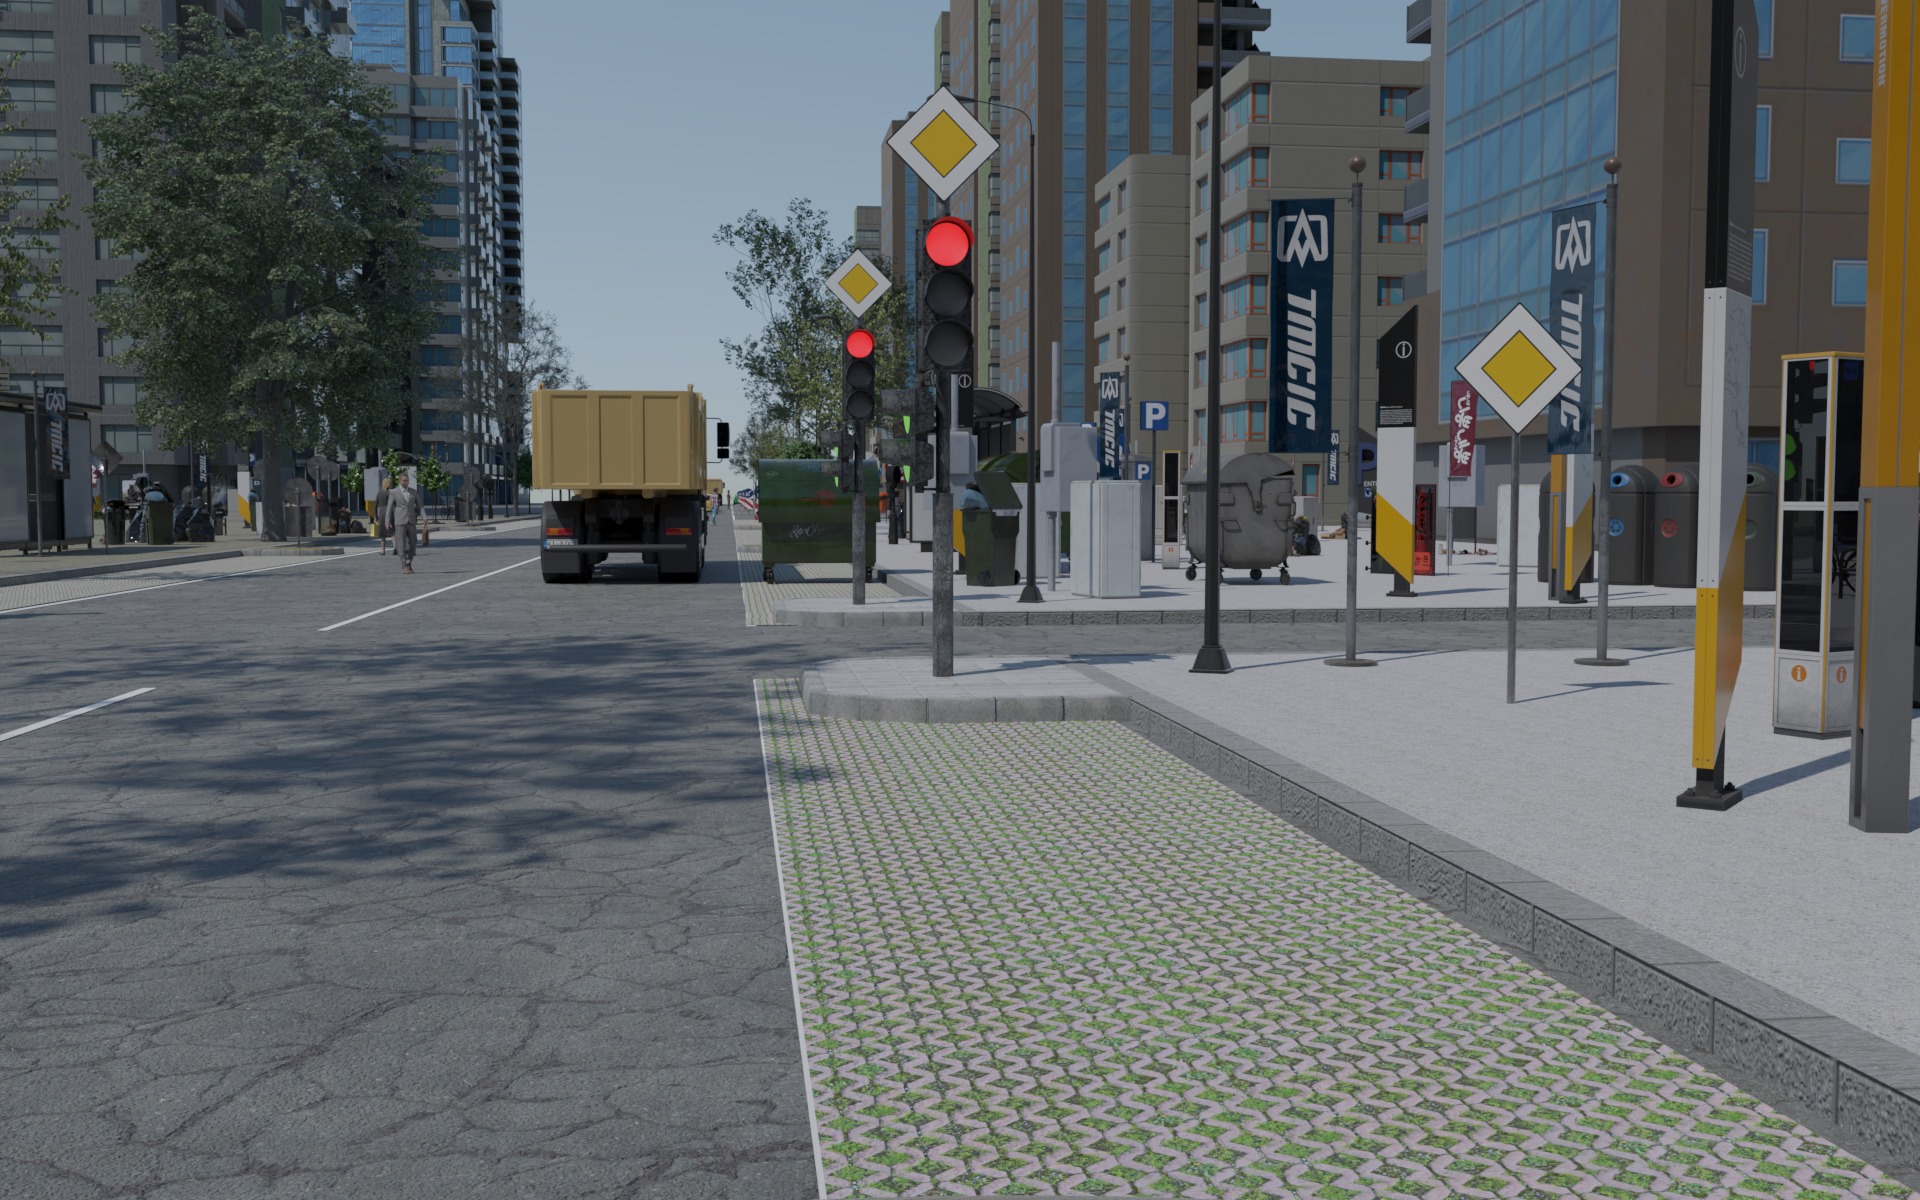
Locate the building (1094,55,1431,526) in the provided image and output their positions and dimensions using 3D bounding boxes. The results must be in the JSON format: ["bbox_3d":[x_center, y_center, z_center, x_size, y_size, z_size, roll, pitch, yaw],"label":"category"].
[{"bbox_3d":[23.150,-14.656,84.660,27.650,21.520,28.899,0,4,-8],"label":"building"}]

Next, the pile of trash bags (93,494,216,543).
[{"bbox_3d":[-21.605,-2.206,45.814,3.447,1.369,1.912,-2,4,-29],"label":"pile of trash bags"}]

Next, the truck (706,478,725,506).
[{"bbox_3d":[-30.601,-13.298,213.353,3.469,3.379,9.791,-1,4,-9],"label":"truck"}]

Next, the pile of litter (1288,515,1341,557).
[{"bbox_3d":[6.821,-1.348,36.006,1.719,0.858,1.176,-2,4,-32],"label":"pile of litter"}]

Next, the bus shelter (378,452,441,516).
[{"bbox_3d":[-27.300,-5.639,86.118,2.014,3.302,5.546,0,4,-7],"label":"bus shelter"}]

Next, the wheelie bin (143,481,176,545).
[{"bbox_3d":[-20.184,-2.185,43.637,0.693,1.594,0.980,-3,4,-36],"label":"wheelie bin"}]

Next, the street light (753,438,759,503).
[{"bbox_3d":[-16.319,-10.532,144.737,1.470,5.913,1.316,0,4,-8],"label":"street light"}]

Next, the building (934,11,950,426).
[{"bbox_3d":[4.532,-28.635,151.777,14.154,41.232,14.086,0,4,-8],"label":"building"}]

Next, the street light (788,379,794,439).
[{"bbox_3d":[-6.320,-5.949,69.812,1.470,5.913,1.316,0,4,-8],"label":"street light"}]

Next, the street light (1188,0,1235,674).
[{"bbox_3d":[1.280,-2.429,12.261,1.470,5.913,1.316,0,4,-8],"label":"street light"}]

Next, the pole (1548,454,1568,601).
[{"bbox_3d":[7.209,-1.648,20.793,0.158,3.312,0.155,0,3,0],"label":"pole"}]

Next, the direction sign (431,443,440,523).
[{"bbox_3d":[-23.160,-5.163,76.414,0.379,3.537,0.876,-2,4,-35],"label":"direction sign"}]

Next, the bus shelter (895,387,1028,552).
[{"bbox_3d":[-0.005,-2.549,35.593,2.014,3.302,5.546,0,4,-8],"label":"bus shelter"}]

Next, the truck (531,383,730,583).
[{"bbox_3d":[-5.939,-2.179,31.548,3.469,3.379,9.791,0,4,-7],"label":"truck"}]

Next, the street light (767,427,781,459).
[{"bbox_3d":[-9.649,-7.471,94.687,1.470,5.913,1.316,0,4,-8],"label":"street light"}]

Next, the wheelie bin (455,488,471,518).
[{"bbox_3d":[-24.164,-4.665,84.187,0.693,1.594,0.980,-3,4,-38],"label":"wheelie bin"}]

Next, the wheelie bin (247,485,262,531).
[{"bbox_3d":[-24.092,-3.165,59.658,0.693,1.594,0.980,2,4,26],"label":"wheelie bin"}]

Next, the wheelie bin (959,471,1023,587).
[{"bbox_3d":[0.400,-0.998,24.218,0.980,1.594,0.693,-3,5,-45],"label":"wheelie bin"}]

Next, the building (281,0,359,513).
[{"bbox_3d":[-54.138,-30.488,118.092,23.786,49.044,30.456,0,4,-8],"label":"building"}]

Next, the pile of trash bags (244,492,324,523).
[{"bbox_3d":[-30.408,-4.189,78.246,1.912,1.369,3.447,3,5,42],"label":"pile of trash bags"}]

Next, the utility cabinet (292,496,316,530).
[{"bbox_3d":[-23.500,-3.111,62.019,0.306,1.237,1.020,1,4,14],"label":"utility cabinet"}]

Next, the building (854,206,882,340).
[{"bbox_3d":[-8.195,-34.524,248.067,14.154,41.232,14.086,0,4,-8],"label":"building"}]

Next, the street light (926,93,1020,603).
[{"bbox_3d":[0.306,-2.920,20.282,1.470,5.913,1.316,0,4,-8],"label":"street light"}]

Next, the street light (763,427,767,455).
[{"bbox_3d":[-12.939,-9.020,120.016,1.470,5.913,1.316,0,4,-8],"label":"street light"}]

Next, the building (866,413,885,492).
[{"bbox_3d":[1.453,-23.442,228.308,27.650,21.520,28.899,0,4,-8],"label":"building"}]

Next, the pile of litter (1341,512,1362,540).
[{"bbox_3d":[10.847,-2.167,49.395,1.176,0.858,1.719,1,4,10],"label":"pile of litter"}]

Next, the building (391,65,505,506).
[{"bbox_3d":[-65.568,-35.517,200.313,23.786,49.044,30.456,0,4,-8],"label":"building"}]

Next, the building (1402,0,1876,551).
[{"bbox_3d":[20.432,-23.976,42.114,14.200,45.320,14.600,0,4,-8],"label":"building"}]

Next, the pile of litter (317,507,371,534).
[{"bbox_3d":[-20.042,-2.583,56.202,1.719,0.858,1.176,-1,4,-13],"label":"pile of litter"}]

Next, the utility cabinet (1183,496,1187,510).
[{"bbox_3d":[7.845,-2.989,60.033,0.306,1.237,1.020,2,4,30],"label":"utility cabinet"}]

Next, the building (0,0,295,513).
[{"bbox_3d":[-46.634,-25.279,96.901,14.154,41.232,14.086,0,4,-8],"label":"building"}]

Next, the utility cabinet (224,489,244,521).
[{"bbox_3d":[-33.429,-4.370,80.124,1.173,1.500,0.318,-1,4,-14],"label":"utility cabinet"}]

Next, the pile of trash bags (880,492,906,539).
[{"bbox_3d":[-0.279,-2.476,50.241,3.447,1.369,1.912,-2,4,-31],"label":"pile of trash bags"}]

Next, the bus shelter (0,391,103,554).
[{"bbox_3d":[-20.551,-3.576,36.098,2.179,5.291,8.768,0,4,-8],"label":"bus shelter"}]

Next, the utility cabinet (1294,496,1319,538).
[{"bbox_3d":[9.372,-2.184,46.871,0.306,1.237,1.020,2,4,34],"label":"utility cabinet"}]

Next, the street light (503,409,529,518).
[{"bbox_3d":[-24.106,-7.433,94.067,1.470,5.913,1.316,0,4,-8],"label":"street light"}]

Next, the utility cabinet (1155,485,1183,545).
[{"bbox_3d":[4.994,-2.132,43.534,1.173,1.500,0.318,1,4,14],"label":"utility cabinet"}]

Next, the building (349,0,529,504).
[{"bbox_3d":[-68.789,-56.086,229.682,22.319,86.520,31.000,0,4,-8],"label":"building"}]

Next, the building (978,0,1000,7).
[{"bbox_3d":[8.088,-26.890,123.250,14.154,41.232,14.086,0,4,-8],"label":"building"}]

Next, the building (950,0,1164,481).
[{"bbox_3d":[6.944,-29.792,137.213,14.600,45.320,14.200,0,4,-8],"label":"building"}]

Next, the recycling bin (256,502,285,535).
[{"bbox_3d":[-21.637,-2.556,54.350,0.722,1.027,0.722,-2,4,-34],"label":"recycling bin"}]

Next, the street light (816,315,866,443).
[{"bbox_3d":[-3.040,-4.437,45.078,1.470,5.913,1.316,0,4,-8],"label":"street light"}]

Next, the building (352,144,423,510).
[{"bbox_3d":[-52.677,-22.638,141.834,14.160,30.474,14.107,0,4,-8],"label":"building"}]

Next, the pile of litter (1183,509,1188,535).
[{"bbox_3d":[7.226,-2.467,54.294,1.176,0.858,1.719,-1,4,-20],"label":"pile of litter"}]

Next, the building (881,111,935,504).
[{"bbox_3d":[-1.731,-33.878,204.012,14.600,45.320,14.200,0,4,-8],"label":"building"}]

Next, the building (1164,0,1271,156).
[{"bbox_3d":[10.446,-28.060,108.894,14.600,45.320,14.200,0,4,-8],"label":"building"}]

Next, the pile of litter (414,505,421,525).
[{"bbox_3d":[-22.968,-3.543,71.886,1.176,0.858,1.719,-1,4,-13],"label":"pile of litter"}]
